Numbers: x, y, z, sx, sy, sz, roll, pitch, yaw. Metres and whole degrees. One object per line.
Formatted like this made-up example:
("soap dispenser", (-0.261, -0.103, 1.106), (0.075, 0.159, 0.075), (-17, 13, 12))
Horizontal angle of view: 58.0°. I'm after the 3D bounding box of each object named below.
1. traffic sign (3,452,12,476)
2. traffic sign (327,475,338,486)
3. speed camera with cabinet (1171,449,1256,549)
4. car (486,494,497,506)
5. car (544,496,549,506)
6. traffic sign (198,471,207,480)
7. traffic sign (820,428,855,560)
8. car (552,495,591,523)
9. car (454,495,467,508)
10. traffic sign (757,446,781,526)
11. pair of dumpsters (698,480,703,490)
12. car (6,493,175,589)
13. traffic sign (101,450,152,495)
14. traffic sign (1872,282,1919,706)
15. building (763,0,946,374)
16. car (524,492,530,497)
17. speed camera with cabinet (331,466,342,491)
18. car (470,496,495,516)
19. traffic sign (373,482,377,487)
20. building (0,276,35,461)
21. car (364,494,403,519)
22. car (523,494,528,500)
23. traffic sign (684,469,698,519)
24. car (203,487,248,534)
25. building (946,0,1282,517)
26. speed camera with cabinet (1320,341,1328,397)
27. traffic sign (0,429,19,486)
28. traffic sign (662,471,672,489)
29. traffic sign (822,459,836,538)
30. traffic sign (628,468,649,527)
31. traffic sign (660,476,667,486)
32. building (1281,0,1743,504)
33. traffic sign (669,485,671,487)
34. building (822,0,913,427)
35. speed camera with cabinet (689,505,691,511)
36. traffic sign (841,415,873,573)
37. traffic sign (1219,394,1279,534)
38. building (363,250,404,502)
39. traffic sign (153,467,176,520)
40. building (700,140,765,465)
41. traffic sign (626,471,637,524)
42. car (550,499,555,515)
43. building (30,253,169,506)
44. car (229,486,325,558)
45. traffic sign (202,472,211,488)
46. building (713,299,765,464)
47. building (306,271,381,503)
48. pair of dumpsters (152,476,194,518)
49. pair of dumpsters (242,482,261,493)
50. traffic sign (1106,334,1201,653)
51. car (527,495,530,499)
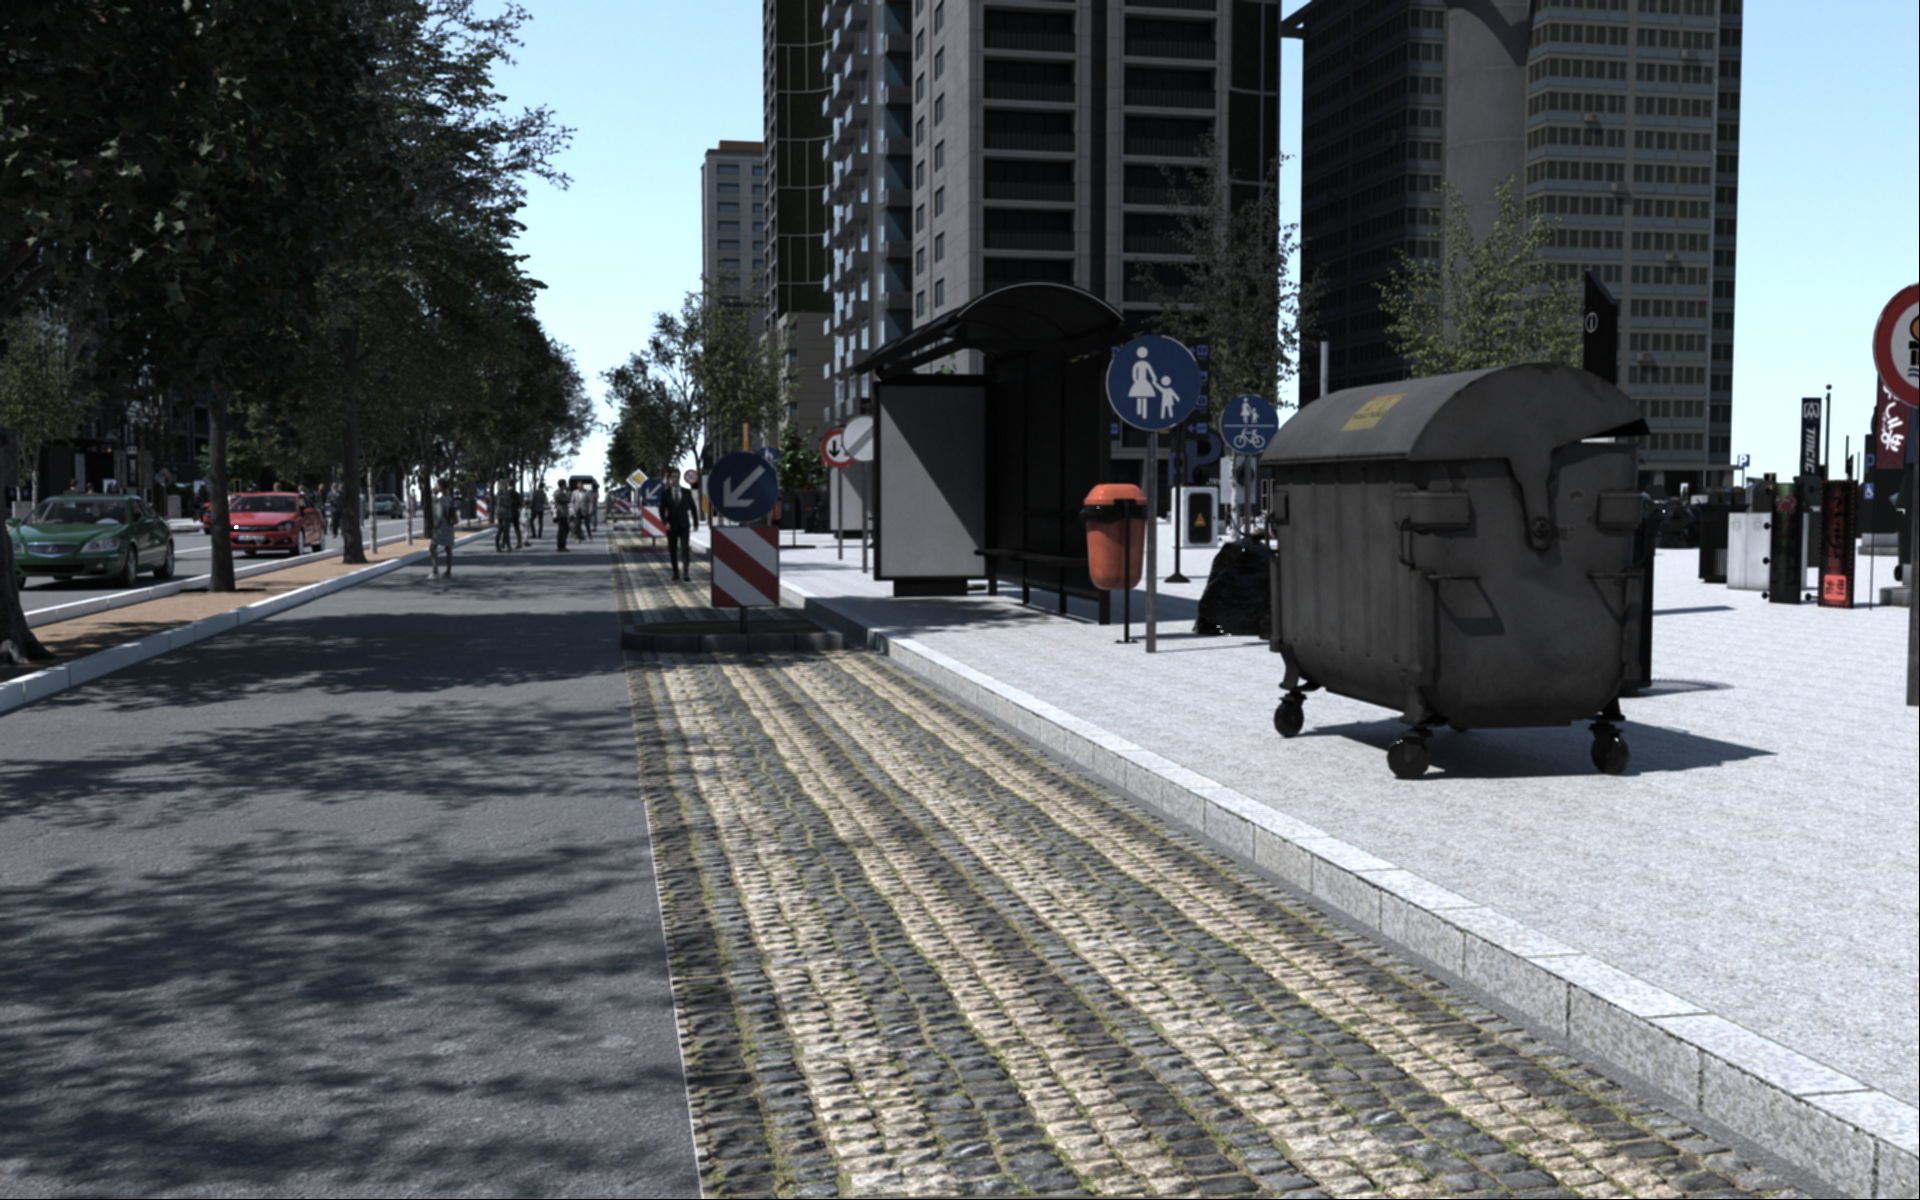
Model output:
("traffic sign", (-28.745, -3.162, 51.808), (0.768, 2.556, 0.104), (0, 4, -4))
("traffic sign", (-42.877, -7.248, 118.513), (0.884, 2.594, 0.081), (0, 4, -3))
("speed camera with cabinet", (6.031, -2.861, 41.110), (2.038, 3.252, 0.660), (-2, 4, -25))
("car", (-56.507, -12.182, 208.214), (2.155, 1.783, 4.494), (-1, 4, -11))
("car", (-52.729, -12.704, 217.929), (2.015, 1.641, 3.980), (-1, 4, -10))
("traffic sign", (-41.979, -5.886, 96.341), (0.768, 2.556, 0.104), (-1, 4, -9))
("traffic sign", (-2.332, -2.056, 33.728), (0.768, 2.556, 0.104), (0, 4, -6))
("car", (-19.509, -4.578, 87.208), (2.083, 1.381, 4.827), (-1, 4, -11))
("car", (-44.306, -8.545, 152.288), (1.945, 1.354, 3.894), (-1, 4, -12))
("traffic sign", (-5.073, -2.809, 46.040), (0.768, 2.556, 0.104), (0, 4, -5))
("pair of dumpsters", (-18.071, -7.506, 125.223), (1.574, 2.255, 4.437), (-1, 4, -12))
("car", (-13.920, -0.977, 27.767), (2.131, 1.459, 4.920), (-1, 4, -14))
("traffic sign", (-38.654, -5.290, 80.360), (2.265, 3.308, 0.079), (0, 4, -3))
("traffic sign", (5.786, -0.631, 10.429), (0.768, 2.556, 0.104), (-1, 4, -10))
("building", (-14.084, -46.809, 203.576), (20.563, 71.187, 20.611), (-1, 4, -12))
("car", (-70.462, -16.669, 282.127), (1.945, 1.707, 3.694), (-1, 4, -13))
("speed camera with cabinet", (-43.998, -7.873, 123.053), (0.660, 3.252, 2.038), (-3, 5, -44))
("car", (-31.289, -6.143, 113.010), (1.945, 1.354, 3.894), (-1, 4, -12))
("traffic sign", (-48.174, -8.675, 141.945), (0.768, 2.556, 0.104), (-1, 4, -8))
("building", (-59.271, -15.283, 91.673), (13.314, 21.916, 24.055), (-1, 4, -12))
("car", (-33.522, -5.432, 100.607), (2.131, 1.459, 4.920), (-1, 4, -11))
("car", (-67.972, -15.709, 269.209), (2.083, 1.381, 4.827), (-1, 4, -12))
("traffic sign", (-13.855, -5.458, 89.339), (0.768, 2.556, 0.104), (-1, 4, -9))
("car", (-26.302, -3.307, 63.102), (2.155, 1.783, 4.494), (-1, 4, -12))
("building", (8.957, -40.686, 103.471), (20.611, 71.187, 20.563), (-1, 4, -12))
("speed camera with cabinet", (4.836, -1.684, 21.862), (0.660, 3.252, 2.038), (0, 4, 7))
("traffic sign", (-30.609, -3.682, 54.077), (2.265, 3.308, 0.079), (0, 4, -8))
("traffic sign", (-16.448, -5.956, 97.378), (0.884, 2.594, 0.081), (0, 4, -5))
("traffic sign", (-3.622, -3.060, 50.137), (0.768, 2.556, 0.104), (-1, 4, -10))
("traffic sign", (-12.524, -3.909, 67.561), (0.795, 2.450, 0.064), (-1, 4, -12))
("traffic sign", (-19.173, -6.773, 110.737), (0.884, 2.594, 0.081), (0, 4, -4))
("building", (37.559, -25.922, 115.700), (23.993, 40.220, 32.217), (-1, 4, -12))
("traffic sign", (-20.834, -7.665, 125.322), (0.884, 2.594, 0.081), (-1, 4, -11))
("building", (1.510, -31.434, 133.553), (23.786, 49.044, 30.456), (-1, 4, -12))
("speed camera with cabinet", (-20.185, -8.545, 134.049), (0.660, 3.252, 2.038), (1, 4, 23))
("traffic sign", (-1.540, -1.708, 28.031), (0.768, 2.556, 0.104), (0, 4, -6))
("traffic sign", (3.680, -1.348, 22.144), (0.768, 2.556, 0.104), (0, 4, -3))
("building", (-100.346, -44.644, 271.930), (21.231, 58.520, 28.212), (-1, 4, -12))
("traffic sign", (-29.413, -3.697, 64.086), (0.795, 2.450, 0.064), (-1, 4, -12))
("building", (-33.339, -46.093, 295.619), (21.231, 58.520, 28.212), (-1, 4, -12))
("traffic sign", (-14.149, -4.388, 75.380), (0.795, 2.450, 0.064), (-1, 4, -12))
("car", (-26.992, -6.494, 118.537), (2.083, 1.381, 4.827), (-1, 4, -12))
("building", (-65.359, -18.454, 120.803), (14.460, 24.649, 34.723), (-1, 4, -12))
("car", (-15.935, -1.898, 40.076), (2.155, 1.783, 4.494), (-1, 4, -11))
("traffic sign", (-31.038, -4.175, 71.905), (0.795, 2.450, 0.064), (-1, 4, -12))
("building", (-29.379, -29.911, 260.743), (14.160, 30.474, 14.107), (-1, 4, -12))
("building", (-100.102, -33.875, 245.731), (32.217, 40.220, 23.993), (-1, 4, -12))
("pair of dumpsters", (-41.967, -5.507, 92.536), (1.574, 2.255, 4.437), (-1, 4, -12))
("pair of dumpsters", (-41.081, -5.891, 98.809), (1.574, 2.255, 4.437), (-1, 4, -12))
("traffic sign", (1.546, -0.846, 13.938), (0.768, 2.556, 0.104), (0, 4, -3))
("car", (-50.766, -11.920, 206.889), (2.014, 1.417, 4.499), (-1, 4, -12))
